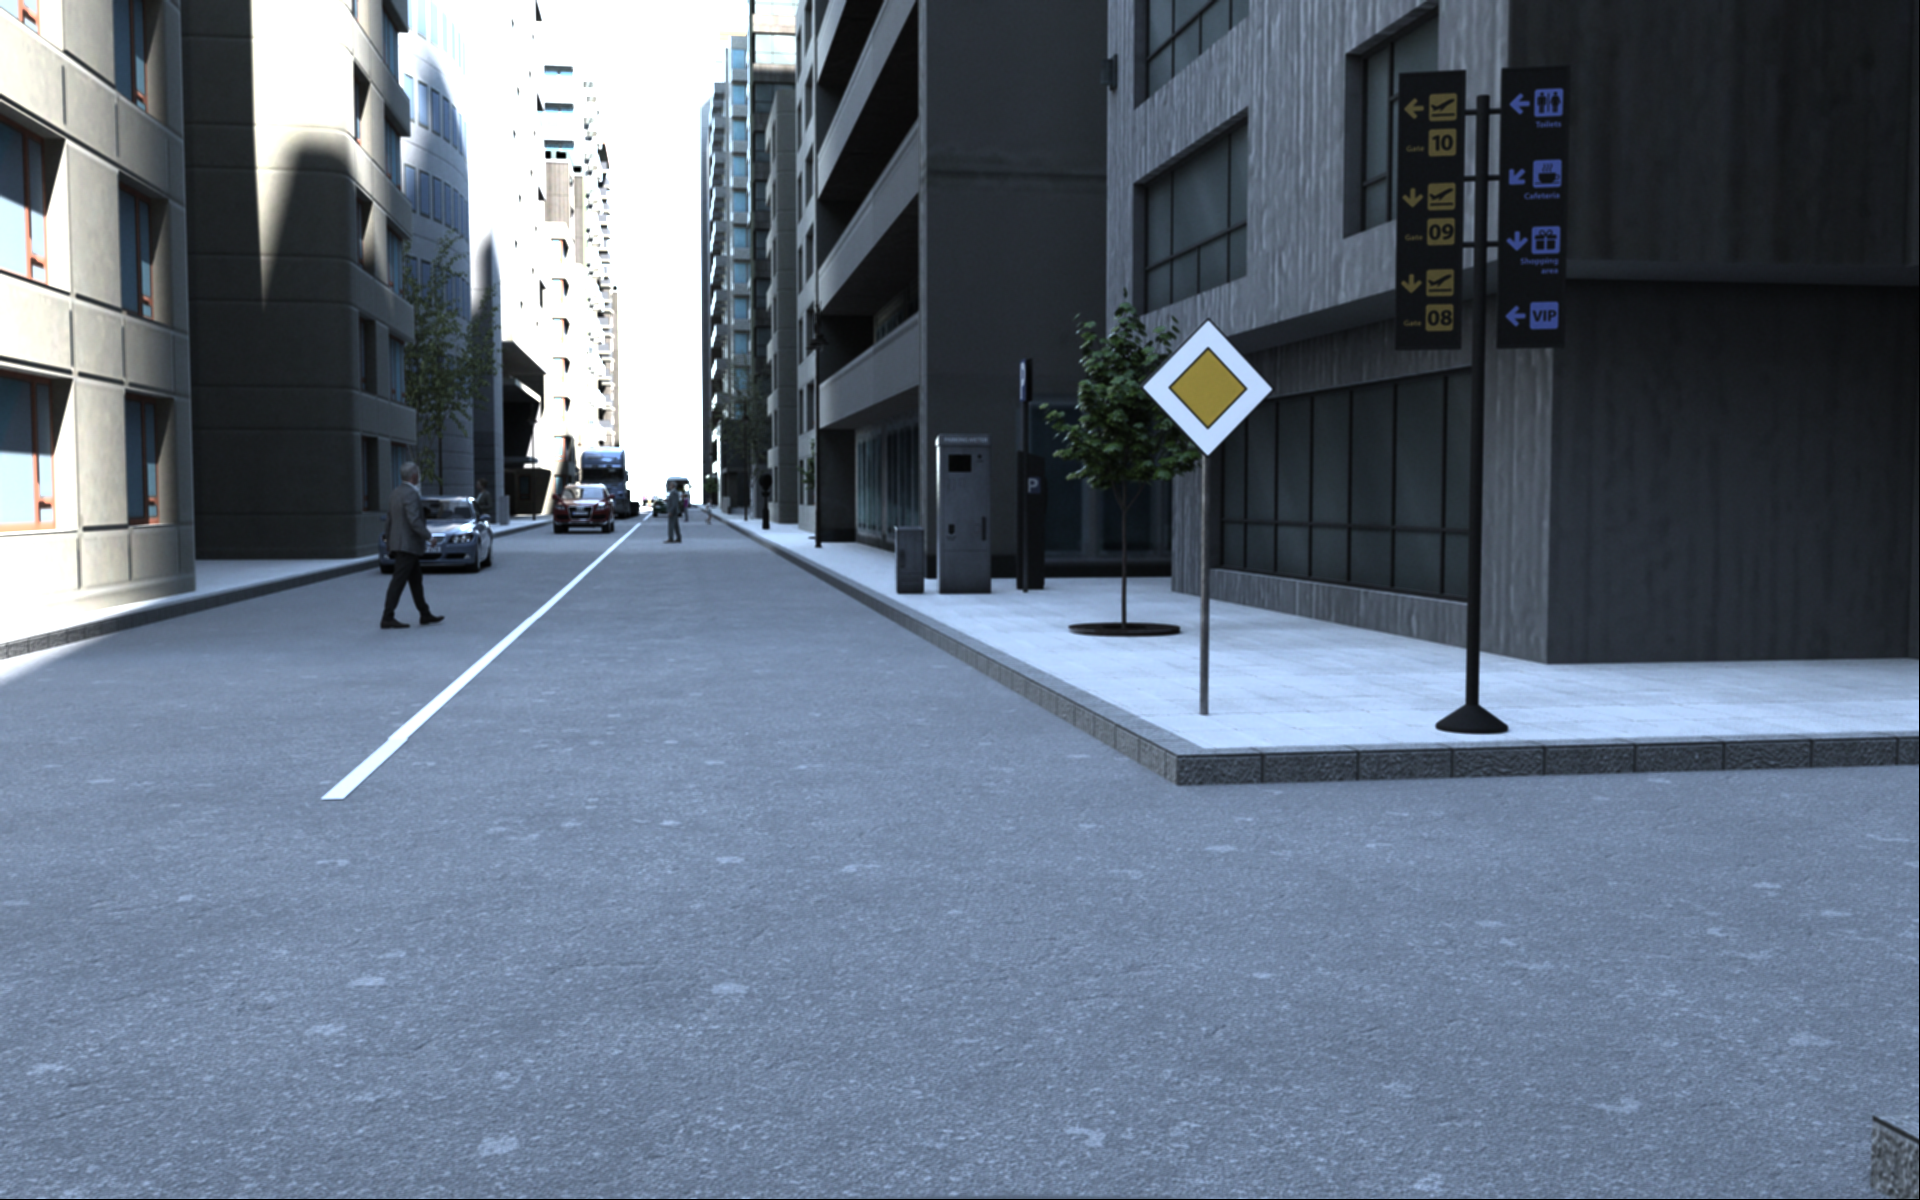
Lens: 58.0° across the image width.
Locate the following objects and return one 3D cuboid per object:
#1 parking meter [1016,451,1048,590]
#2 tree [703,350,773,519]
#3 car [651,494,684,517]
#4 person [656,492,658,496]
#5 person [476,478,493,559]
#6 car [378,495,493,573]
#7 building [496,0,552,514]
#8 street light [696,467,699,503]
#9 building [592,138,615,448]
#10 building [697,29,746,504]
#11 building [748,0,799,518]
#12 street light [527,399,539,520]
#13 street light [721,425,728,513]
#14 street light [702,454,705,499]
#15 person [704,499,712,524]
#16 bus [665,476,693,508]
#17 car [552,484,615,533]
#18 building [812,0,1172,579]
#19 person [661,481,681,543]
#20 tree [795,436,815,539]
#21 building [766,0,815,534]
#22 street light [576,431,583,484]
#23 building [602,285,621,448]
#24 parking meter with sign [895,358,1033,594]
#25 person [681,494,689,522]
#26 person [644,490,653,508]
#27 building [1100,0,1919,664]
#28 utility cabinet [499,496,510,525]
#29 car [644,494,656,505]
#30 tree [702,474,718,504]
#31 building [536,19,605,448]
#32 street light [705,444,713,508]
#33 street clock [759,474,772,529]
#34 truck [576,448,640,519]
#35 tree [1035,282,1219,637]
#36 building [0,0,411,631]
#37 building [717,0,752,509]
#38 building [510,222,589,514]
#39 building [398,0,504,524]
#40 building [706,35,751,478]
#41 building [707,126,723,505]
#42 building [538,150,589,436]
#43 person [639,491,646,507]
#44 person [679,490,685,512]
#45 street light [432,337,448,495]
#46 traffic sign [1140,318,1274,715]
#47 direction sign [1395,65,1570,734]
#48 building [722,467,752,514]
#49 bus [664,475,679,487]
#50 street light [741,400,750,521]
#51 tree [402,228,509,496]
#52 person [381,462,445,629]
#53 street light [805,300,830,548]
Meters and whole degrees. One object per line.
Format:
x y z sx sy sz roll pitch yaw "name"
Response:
0.969 -1.079 23.347 0.399 1.863 0.255 0 4 -5 "parking meter"
-10.698 -8.401 87.721 4.360 8.622 3.978 0 3 0 "tree"
-18.580 -6.009 110.049 2.131 1.459 4.920 -1 4 -9 "car"
-40.627 -13.665 232.440 1.217 1.766 0.721 -3 5 -43 "person"
-10.038 -1.667 36.299 0.362 1.759 0.519 -3 5 -44 "person"
-9.924 -1.283 32.987 2.014 1.417 4.499 -1 4 -11 "car"
-36.939 -30.829 93.286 28.713 52.752 27.495 -1 4 -9 "building"
-36.615 -16.427 241.369 0.468 5.910 1.993 -1 4 -9 "street light"
-52.888 -33.774 206.824 22.147 44.769 28.867 -1 4 -9 "building"
-23.677 -41.991 228.554 21.231 58.520 28.212 -1 4 -9 "building"
-4.928 -19.970 98.217 14.160 30.474 14.107 -1 4 -9 "building"
-20.884 -6.847 84.743 0.468 5.910 1.993 -1 4 -9 "street light"
-15.807 -8.790 116.506 0.468 5.910 1.993 -1 4 -9 "street light"
-29.486 -13.855 199.320 0.468 5.910 1.993 -1 4 -9 "street light"
-12.046 -4.245 82.916 0.382 1.210 0.505 0 4 -3 "person"
-30.228 -11.698 186.119 2.948 3.499 13.247 -1 4 -8 "bus"
-14.036 -3.431 64.776 2.281 1.827 5.304 -1 4 -9 "car"
8.297 -25.267 36.817 21.300 48.544 21.600 -1 4 -9 "building"
-8.524 -2.593 51.069 0.590 1.801 0.661 0 4 -2 "person"
-3.973 -3.370 49.699 1.663 3.219 1.824 0 3 0 "tree"
6.729 -13.822 71.022 27.650 21.520 28.899 -1 4 -9 "building"
-27.821 -9.421 126.824 0.468 5.910 1.993 -1 4 -9 "street light"
-52.296 -27.975 229.096 14.160 30.474 14.107 -1 4 -9 "building"
0.034 -1.599 22.407 1.738 3.016 0.543 0 4 -7 "parking meter with sign"
-14.214 -4.761 89.571 0.599 1.433 0.991 -2 4 -29 "person"
-31.398 -10.178 174.909 1.348 1.824 0.705 3 5 39 "person"
9.788 -14.954 16.206 14.107 30.474 14.160 -1 4 -9 "building"
-18.811 -3.692 71.527 0.306 1.237 1.020 0 4 -8 "utility cabinet"
-39.366 -12.749 220.251 2.131 1.459 4.920 -1 4 -8 "car"
-23.852 -10.512 166.475 1.663 3.219 1.824 0 3 0 "tree"
-48.215 -34.119 177.456 23.786 49.044 30.456 -1 4 -9 "building"
-22.872 -11.391 159.030 0.468 5.910 1.993 -1 4 -9 "street light"
-7.084 -3.584 63.175 0.358 2.002 0.471 3 4 38 "street clock"
-21.278 -7.106 105.947 2.967 4.110 18.799 0 4 -8 "truck"
1.413 -1.304 15.921 1.663 3.219 1.824 0 3 0 "tree"
-24.727 -11.060 25.873 27.650 21.520 28.899 -1 4 -9 "building"
-8.712 -50.801 143.263 22.319 86.520 31.000 -1 4 -9 "building"
-41.110 -16.975 122.580 27.650 21.520 28.899 -1 4 -9 "building"
-28.662 -31.748 61.077 21.231 58.520 28.212 -1 4 -9 "building"
-15.333 -34.650 186.137 23.786 49.044 30.456 -1 4 -9 "building"
-23.062 -34.097 207.602 14.600 45.320 14.200 -1 4 -9 "building"
-38.556 -22.800 144.482 14.160 30.474 14.107 -1 4 -9 "building"
-35.009 -11.129 191.147 1.217 1.739 0.721 3 5 41 "person"
-21.587 -7.677 134.731 0.721 1.736 1.217 -3 5 -45 "person"
-15.245 -4.770 50.776 0.468 5.910 1.993 -1 4 -9 "street light"
1.415 -0.389 10.000 0.795 2.450 0.064 -1 4 -9 "traffic sign"
2.789 -1.060 9.333 0.876 3.537 0.379 1 4 12 "direction sign"
0.011 -26.073 118.180 32.217 40.220 23.993 -1 4 -9 "building"
-37.369 -14.440 227.643 2.896 3.916 12.252 -1 4 -10 "bus"
-10.348 -6.773 83.526 0.468 5.910 1.993 -1 4 -9 "street light"
-14.576 -5.922 47.191 4.737 8.622 4.395 0 3 0 "tree"
-5.894 -0.600 18.705 0.661 1.777 0.834 3 5 42 "person"
-3.402 -4.199 41.447 0.468 5.910 1.993 -1 4 -9 "street light"
